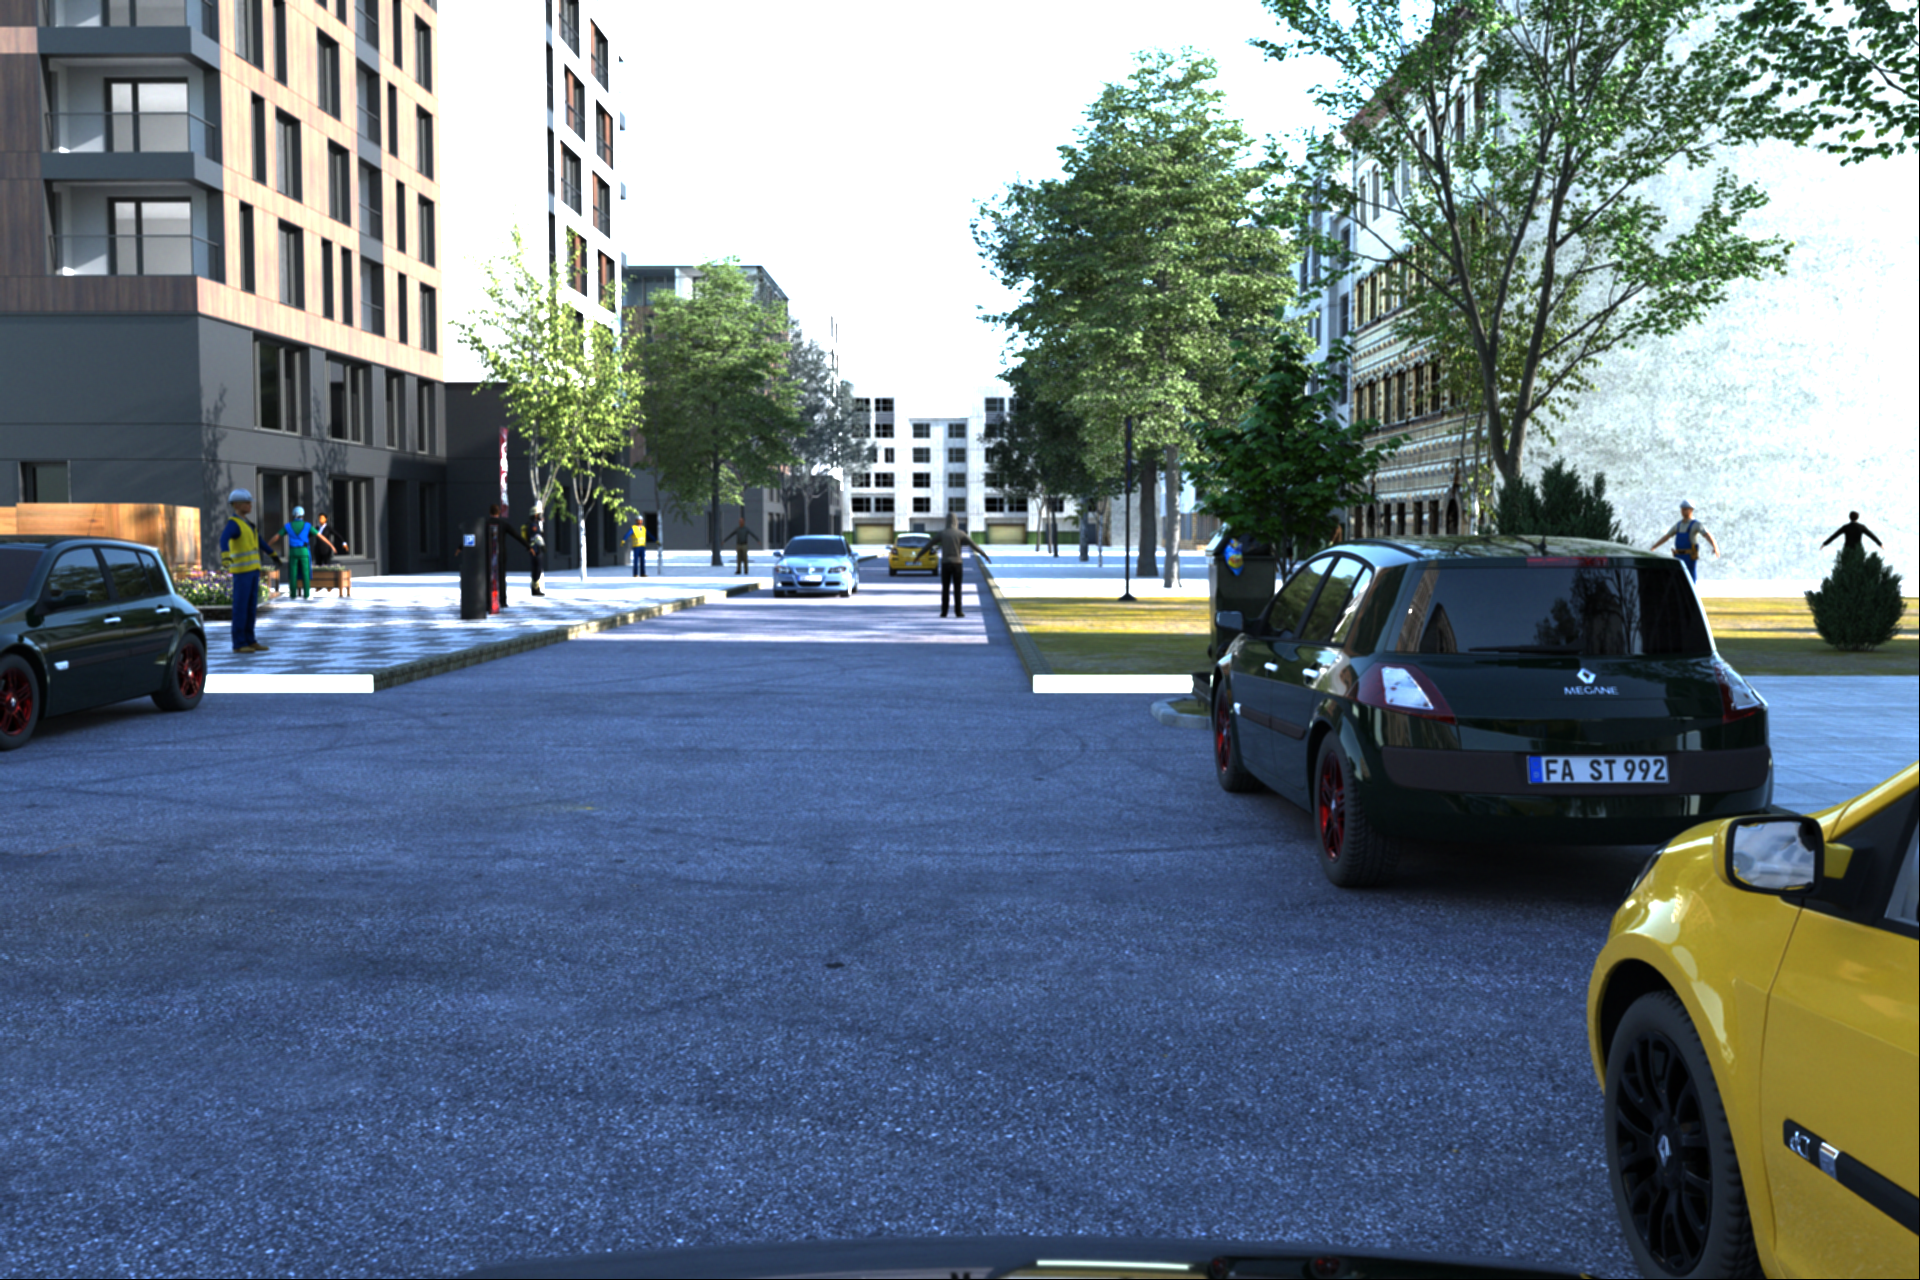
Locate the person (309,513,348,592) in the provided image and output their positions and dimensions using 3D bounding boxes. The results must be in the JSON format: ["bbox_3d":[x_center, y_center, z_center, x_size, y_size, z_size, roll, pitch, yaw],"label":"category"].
[{"bbox_3d":[-14.005,-1.912,37.988,1.216,1.740,0.721,0,4,5],"label":"person"}]

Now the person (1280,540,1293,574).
[{"bbox_3d":[10.459,-3.008,55.332,1.345,1.843,0.704,0,4,4],"label":"person"}]

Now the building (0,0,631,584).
[{"bbox_3d":[-27.914,-12.972,56.067,27.936,21.610,32.646,0,4,1],"label":"building"}]

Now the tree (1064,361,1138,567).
[{"bbox_3d":[5.573,-7.191,67.943,4.737,8.622,4.395,0,3,0],"label":"tree"}]

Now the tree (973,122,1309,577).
[{"bbox_3d":[5.585,-8.907,52.284,9.857,13.997,8.962,0,3,0],"label":"tree"}]

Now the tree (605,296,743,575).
[{"bbox_3d":[-9.716,-6.377,54.626,4.360,8.622,3.978,0,3,0],"label":"tree"}]

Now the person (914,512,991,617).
[{"bbox_3d":[-0.140,-1.303,29.887,1.348,1.813,0.705,0,4,5],"label":"person"}]

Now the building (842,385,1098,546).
[{"bbox_3d":[1.347,-20.976,211.880,31.486,18.905,16.747,0,4,1],"label":"building"}]

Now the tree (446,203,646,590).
[{"bbox_3d":[-9.417,-5.456,39.573,4.737,8.622,4.395,0,3,0],"label":"tree"}]

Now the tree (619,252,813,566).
[{"bbox_3d":[-9.797,-9.264,69.596,7.486,12.596,7.792,0,3,0],"label":"tree"}]

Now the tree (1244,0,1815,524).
[{"bbox_3d":[7.850,-6.051,24.682,9.928,11.665,9.643,0,3,0],"label":"tree"}]

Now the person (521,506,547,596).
[{"bbox_3d":[-8.765,-1.845,35.950,0.705,1.856,1.354,-1,4,-20],"label":"person"}]

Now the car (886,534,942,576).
[{"bbox_3d":[-1.599,-3.067,60.363,2.015,1.641,3.980,0,4,-1],"label":"car"}]

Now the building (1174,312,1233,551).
[{"bbox_3d":[22.850,-17.573,143.734,16.016,20.090,11.380,0,4,0],"label":"building"}]

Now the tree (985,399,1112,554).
[{"bbox_3d":[5.806,-10.779,110.649,8.767,10.594,7.601,0,4,2],"label":"tree"}]

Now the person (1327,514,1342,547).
[{"bbox_3d":[10.036,-2.468,46.485,0.704,1.812,1.346,1,4,17],"label":"person"}]

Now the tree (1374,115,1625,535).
[{"bbox_3d":[9.594,-4.955,31.375,4.737,8.622,4.395,0,3,0],"label":"tree"}]

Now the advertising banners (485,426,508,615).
[{"bbox_3d":[-7.430,-1.914,27.487,0.090,3.025,2.074,0,4,1],"label":"advertising banners"}]

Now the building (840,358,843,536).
[{"bbox_3d":[-27.544,-20.918,185.976,27.936,21.610,32.646,0,4,0],"label":"building"}]

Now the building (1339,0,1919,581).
[{"bbox_3d":[23.851,-13.761,55.918,19.493,23.208,18.063,0,4,0],"label":"building"}]

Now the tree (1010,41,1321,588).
[{"bbox_3d":[4.637,-7.513,40.970,7.486,12.596,7.792,0,3,0],"label":"tree"}]

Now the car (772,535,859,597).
[{"bbox_3d":[-3.342,-1.754,40.680,2.014,1.417,4.499,0,4,0],"label":"car"}]

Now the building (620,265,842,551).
[{"bbox_3d":[-25.340,-18.598,148.051,27.936,21.610,32.646,0,4,1],"label":"building"}]

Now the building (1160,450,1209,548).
[{"bbox_3d":[24.302,-18.817,164.070,16.016,20.090,11.380,0,4,1],"label":"building"}]

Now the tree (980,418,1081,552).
[{"bbox_3d":[5.542,-11.417,121.076,8.767,10.594,7.601,-1,4,-19],"label":"tree"}]

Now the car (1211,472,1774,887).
[{"bbox_3d":[2.326,0.083,8.434,2.009,1.686,4.222,0,4,-1],"label":"car"}]

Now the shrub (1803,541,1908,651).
[{"bbox_3d":[9.840,-0.484,19.033,1.383,1.207,1.383,0,3,0],"label":"shrub"}]

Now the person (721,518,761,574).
[{"bbox_3d":[-6.969,-3.000,55.319,1.348,1.796,0.705,1,4,11],"label":"person"}]

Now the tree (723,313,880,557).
[{"bbox_3d":[-9.759,-11.411,96.936,12.009,13.543,11.850,0,3,0],"label":"tree"}]

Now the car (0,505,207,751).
[{"bbox_3d":[-7.101,-0.177,12.688,2.009,1.686,4.222,0,4,1],"label":"car"}]

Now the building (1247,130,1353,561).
[{"bbox_3d":[24.634,-13.342,84.592,16.747,18.905,31.486,0,4,0],"label":"building"}]

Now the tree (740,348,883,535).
[{"bbox_3d":[-10.033,-12.441,113.785,12.009,13.543,11.850,0,3,0],"label":"tree"}]

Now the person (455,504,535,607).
[{"bbox_3d":[-8.129,-1.472,30.298,1.346,1.802,0.704,-1,4,-15],"label":"person"}]

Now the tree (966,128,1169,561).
[{"bbox_3d":[7.035,-13.713,80.098,12.611,20.169,13.585,0,3,0],"label":"tree"}]

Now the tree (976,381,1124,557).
[{"bbox_3d":[5.295,-9.899,96.261,8.767,10.594,7.601,-1,4,-10],"label":"tree"}]

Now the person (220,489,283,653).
[{"bbox_3d":[-7.704,-0.756,18.829,0.721,1.772,1.216,0,4,5],"label":"person"}]

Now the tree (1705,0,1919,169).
[{"bbox_3d":[8.571,-5.234,11.327,9.928,11.665,9.643,0,3,0],"label":"tree"}]

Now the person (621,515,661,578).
[{"bbox_3d":[-9.426,-2.751,50.950,1.349,1.833,0.705,-3,5,-41],"label":"person"}]

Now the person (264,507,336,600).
[{"bbox_3d":[-12.927,-1.699,33.898,1.347,1.817,0.704,-1,4,-13],"label":"person"}]

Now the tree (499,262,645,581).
[{"bbox_3d":[-10.286,-5.900,46.834,4.737,8.622,4.395,0,3,0],"label":"tree"}]

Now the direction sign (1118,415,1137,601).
[{"bbox_3d":[3.232,-2.528,33.337,0.379,3.537,0.876,0,4,-1],"label":"direction sign"}]

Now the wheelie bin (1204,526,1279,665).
[{"bbox_3d":[2.775,-0.557,17.010,0.693,1.594,0.980,0,3,0],"label":"wheelie bin"}]

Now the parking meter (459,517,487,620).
[{"bbox_3d":[-7.303,-1.074,25.966,0.372,1.533,0.369,0,3,0],"label":"parking meter"}]

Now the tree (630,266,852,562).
[{"bbox_3d":[-10.058,-10.363,79.800,12.009,13.543,11.850,0,3,0],"label":"tree"}]

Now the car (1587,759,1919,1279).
[{"bbox_3d":[2.135,0.502,2.024,2.015,1.641,3.980,0,4,0],"label":"car"}]

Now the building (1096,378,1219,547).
[{"bbox_3d":[24.375,-21.504,182.525,19.493,23.208,18.063,0,4,0],"label":"building"}]

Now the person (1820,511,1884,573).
[{"bbox_3d":[20.549,-2.061,39.878,1.347,1.806,0.705,1,4,17],"label":"person"}]

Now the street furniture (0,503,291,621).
[{"bbox_3d":[-13.729,-1.314,28.344,9.812,1.723,11.010,-1,4,-17],"label":"street furniture"}]

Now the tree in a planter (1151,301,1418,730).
[{"bbox_3d":[2.517,-0.988,13.379,1.991,3.239,1.994,0,4,0],"label":"tree in a planter"}]

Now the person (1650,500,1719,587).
[{"bbox_3d":[11.950,-1.388,28.544,0.705,1.847,1.347,-2,4,-31],"label":"person"}]

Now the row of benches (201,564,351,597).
[{"bbox_3d":[-14.411,-1.210,35.254,4.104,0.672,1.422,0,4,-4],"label":"row of benches"}]

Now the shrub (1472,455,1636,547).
[{"bbox_3d":[5.937,-0.818,17.410,1.661,2.075,1.752,0,3,0],"label":"shrub"}]
